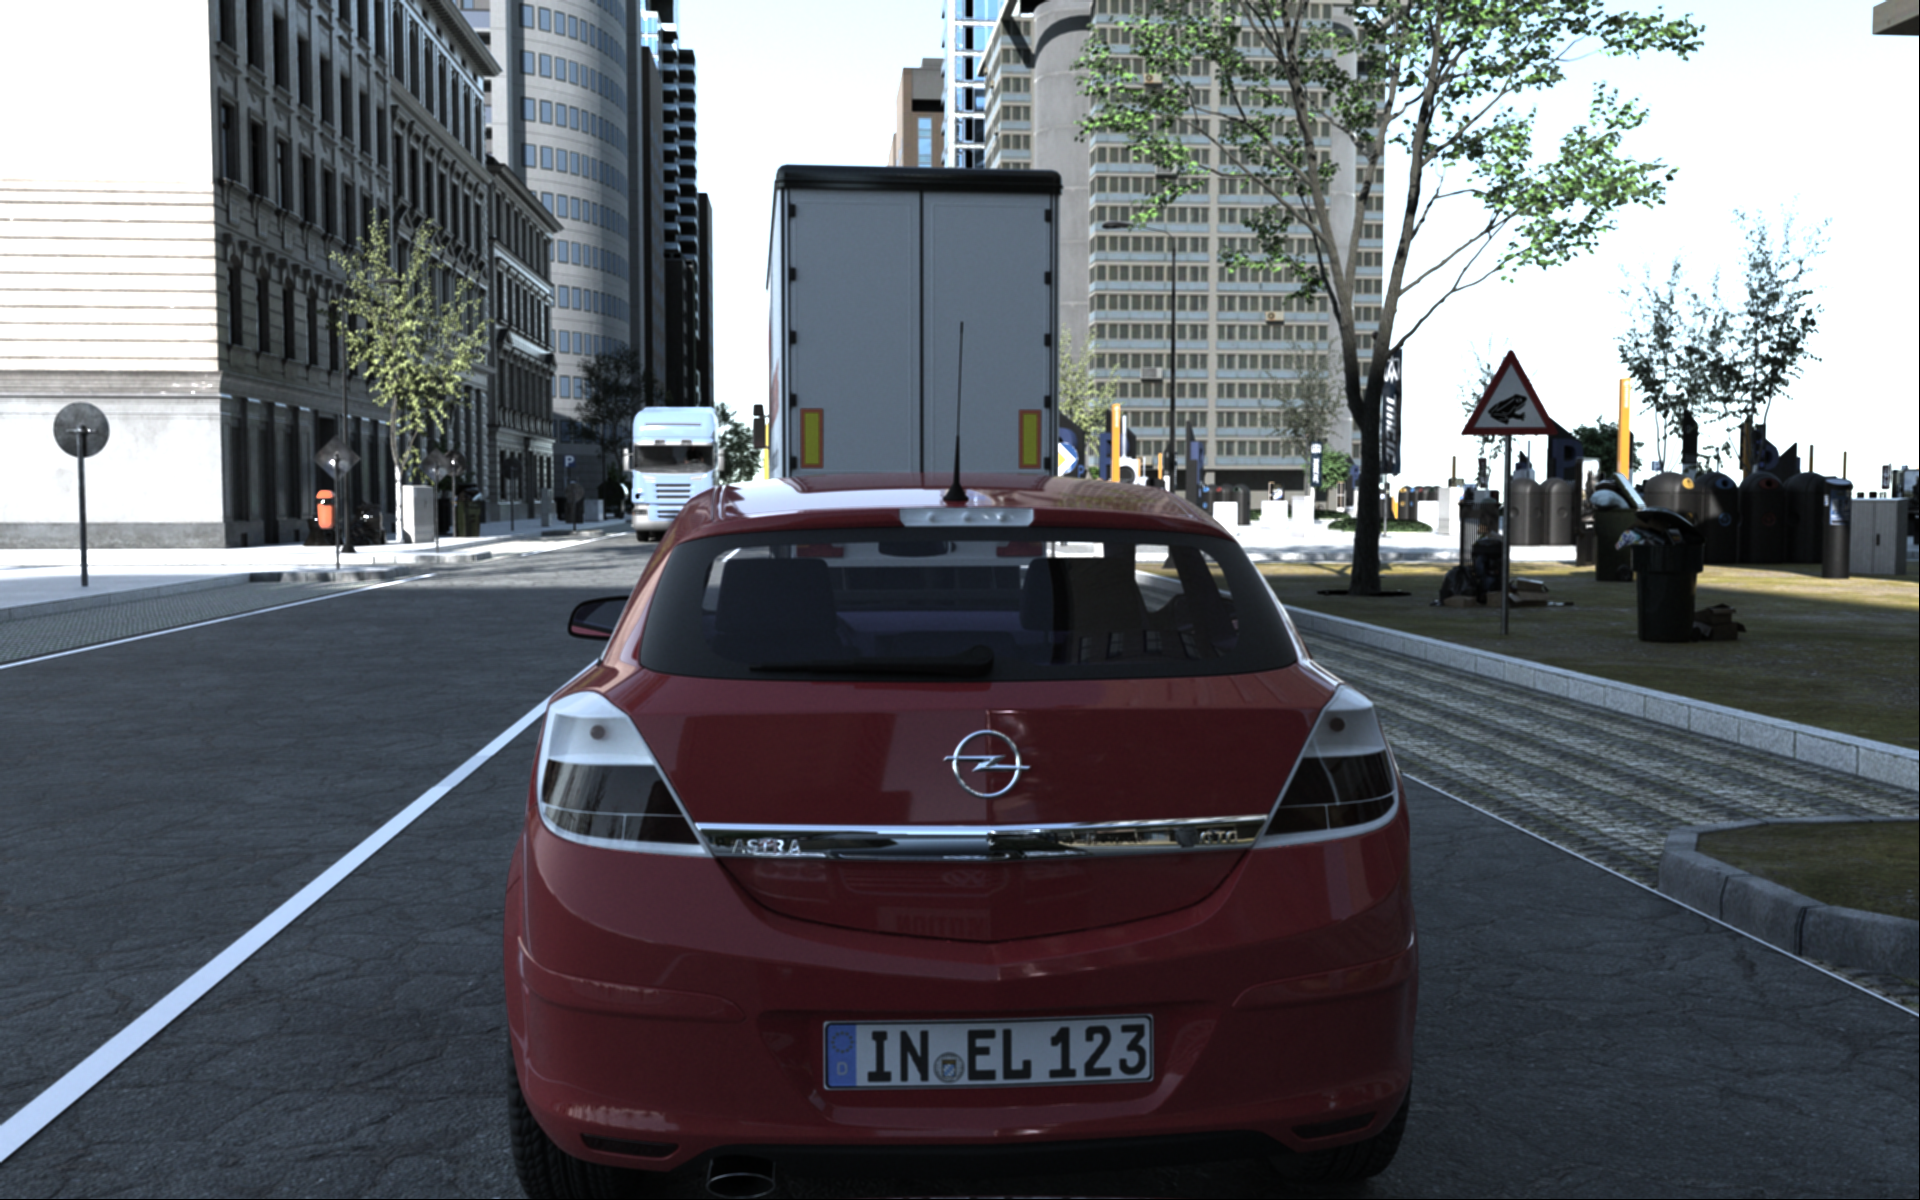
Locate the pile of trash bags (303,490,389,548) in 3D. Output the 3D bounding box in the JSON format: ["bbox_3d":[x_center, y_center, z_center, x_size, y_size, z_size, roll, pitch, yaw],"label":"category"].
[{"bbox_3d":[-15.303,-2.021,42.801,1.912,1.369,3.447,0,4,-8],"label":"pile of trash bags"}]

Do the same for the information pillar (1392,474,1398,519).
[{"bbox_3d":[19.933,-5.381,79.336,0.183,3.616,0.504,0,4,-7],"label":"information pillar"}]

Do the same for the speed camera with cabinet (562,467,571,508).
[{"bbox_3d":[-20.981,-6.046,93.194,0.660,3.252,2.038,-1,4,-19],"label":"speed camera with cabinet"}]

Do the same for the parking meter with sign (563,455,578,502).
[{"bbox_3d":[-17.165,-4.913,76.583,0.543,3.016,1.738,-1,4,-19],"label":"parking meter with sign"}]

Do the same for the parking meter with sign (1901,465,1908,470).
[{"bbox_3d":[57.275,-6.570,103.673,1.738,3.016,0.543,0,4,-6],"label":"parking meter with sign"}]

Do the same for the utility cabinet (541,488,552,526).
[{"bbox_3d":[-16.331,-3.658,68.480,0.318,1.500,1.173,0,4,-7],"label":"utility cabinet"}]

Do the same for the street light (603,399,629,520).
[{"bbox_3d":[-16.933,-6.878,85.002,1.470,5.913,1.316,0,4,-5],"label":"street light"}]

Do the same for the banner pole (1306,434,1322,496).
[{"bbox_3d":[14.694,-5.031,72.268,0.863,3.779,0.401,2,4,24],"label":"banner pole"}]

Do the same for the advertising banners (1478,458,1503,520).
[{"bbox_3d":[25.570,-5.292,82.707,0.090,3.025,2.074,-3,4,-37],"label":"advertising banners"}]

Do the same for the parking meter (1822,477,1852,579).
[{"bbox_3d":[13.339,-1.097,26.342,0.372,1.533,0.369,0,3,0],"label":"parking meter"}]

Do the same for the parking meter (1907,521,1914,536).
[{"bbox_3d":[29.020,-2.889,52.939,0.399,1.863,0.255,0,3,0],"label":"parking meter"}]

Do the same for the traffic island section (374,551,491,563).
[{"bbox_3d":[-11.334,-0.930,37.494,2.009,0.180,2.903,0,4,-5],"label":"traffic island section"}]

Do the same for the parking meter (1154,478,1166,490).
[{"bbox_3d":[7.326,-3.532,63.458,0.399,1.863,0.255,-2,4,-26],"label":"parking meter"}]

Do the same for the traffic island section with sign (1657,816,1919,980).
[{"bbox_3d":[3.532,0.171,5.832,1.989,1.847,2.006,0,4,-5],"label":"traffic island section with sign"}]

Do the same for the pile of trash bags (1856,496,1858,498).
[{"bbox_3d":[34.219,-3.404,65.416,3.447,1.369,1.912,0,4,-5],"label":"pile of trash bags"}]

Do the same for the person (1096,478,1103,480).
[{"bbox_3d":[2.818,-1.567,34.663,0.362,1.759,0.519,0,4,-4],"label":"person"}]

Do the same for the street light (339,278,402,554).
[{"bbox_3d":[-12.713,-3.966,37.385,1.470,5.913,1.316,0,4,-5],"label":"street light"}]

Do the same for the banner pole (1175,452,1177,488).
[{"bbox_3d":[11.319,-6.198,91.349,0.401,3.779,0.863,-1,4,-10],"label":"banner pole"}]

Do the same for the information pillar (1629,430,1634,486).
[{"bbox_3d":[21.703,-3.979,56.411,0.183,3.616,0.504,-2,4,-26],"label":"information pillar"}]

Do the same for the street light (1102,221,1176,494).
[{"bbox_3d":[3.111,-3.494,29.669,1.470,5.913,1.316,0,4,-5],"label":"street light"}]

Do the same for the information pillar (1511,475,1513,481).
[{"bbox_3d":[21.584,-3.869,67.752,0.304,2.012,0.304,0,4,6],"label":"information pillar"}]

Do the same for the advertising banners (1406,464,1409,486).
[{"bbox_3d":[25.733,-6.363,100.219,0.090,3.025,2.074,2,4,26],"label":"advertising banners"}]

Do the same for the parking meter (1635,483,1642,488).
[{"bbox_3d":[37.027,-5.427,94.440,0.399,1.863,0.255,2,4,26],"label":"parking meter"}]

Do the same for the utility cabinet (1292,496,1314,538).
[{"bbox_3d":[10.048,-2.422,50.756,0.306,1.237,1.020,-1,4,-11],"label":"utility cabinet"}]

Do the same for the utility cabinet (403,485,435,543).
[{"bbox_3d":[-14.070,-2.226,45.071,0.318,1.500,1.173,1,4,9],"label":"utility cabinet"}]

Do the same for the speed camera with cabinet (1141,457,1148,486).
[{"bbox_3d":[9.370,-6.027,92.878,0.660,3.252,2.038,-1,4,-23],"label":"speed camera with cabinet"}]

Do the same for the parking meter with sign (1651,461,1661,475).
[{"bbox_3d":[36.319,-5.700,89.450,0.543,3.016,1.738,0,4,-2],"label":"parking meter with sign"}]

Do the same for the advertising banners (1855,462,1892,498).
[{"bbox_3d":[54.955,-6.611,104.275,0.090,3.025,2.074,-2,4,-34],"label":"advertising banners"}]

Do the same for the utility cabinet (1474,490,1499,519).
[{"bbox_3d":[27.106,-4.925,89.207,1.173,1.500,0.318,2,4,33],"label":"utility cabinet"}]

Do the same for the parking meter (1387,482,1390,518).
[{"bbox_3d":[21.204,-4.914,86.049,0.255,1.863,0.399,2,4,25],"label":"parking meter"}]

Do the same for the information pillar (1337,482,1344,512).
[{"bbox_3d":[23.151,-6.167,105.317,0.304,2.012,0.304,-3,4,-39],"label":"information pillar"}]

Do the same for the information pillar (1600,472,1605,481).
[{"bbox_3d":[21.160,-3.238,57.440,0.304,2.012,0.304,-1,4,-11],"label":"information pillar"}]

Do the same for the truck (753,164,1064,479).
[{"bbox_3d":[-1.008,-1.928,20.440,2.839,4.237,11.283,0,4,-7],"label":"truck"}]

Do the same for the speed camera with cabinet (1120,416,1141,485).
[{"bbox_3d":[3.441,-3.012,43.580,2.038,3.252,0.660,0,4,4],"label":"speed camera with cabinet"}]

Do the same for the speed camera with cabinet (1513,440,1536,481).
[{"bbox_3d":[21.155,-4.249,63.806,2.038,3.252,0.660,-3,5,-40],"label":"speed camera with cabinet"}]

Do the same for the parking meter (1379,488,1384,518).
[{"bbox_3d":[16.346,-3.595,67.183,0.372,1.533,0.369,0,3,0],"label":"parking meter"}]

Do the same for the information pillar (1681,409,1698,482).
[{"bbox_3d":[20.022,-3.439,47.579,0.504,3.616,0.183,-1,4,-21],"label":"information pillar"}]

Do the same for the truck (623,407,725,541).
[{"bbox_3d":[-9.222,-4.261,59.429,2.967,4.110,18.799,0,4,-5],"label":"truck"}]

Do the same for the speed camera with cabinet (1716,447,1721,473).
[{"bbox_3d":[31.830,-4.840,73.475,0.660,3.252,2.038,1,4,16],"label":"speed camera with cabinet"}]

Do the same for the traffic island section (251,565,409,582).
[{"bbox_3d":[-10.629,-0.444,29.540,2.009,0.180,2.903,0,4,-5],"label":"traffic island section"}]

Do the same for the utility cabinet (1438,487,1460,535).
[{"bbox_3d":[15.408,-2.807,54.577,0.318,1.500,1.173,0,4,-3],"label":"utility cabinet"}]

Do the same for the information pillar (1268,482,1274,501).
[{"bbox_3d":[19.489,-6.360,108.485,0.304,2.012,0.304,0,4,-3],"label":"information pillar"}]

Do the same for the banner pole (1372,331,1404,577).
[{"bbox_3d":[6.496,-2.234,26.535,0.401,3.779,0.863,-2,4,-25],"label":"banner pole"}]

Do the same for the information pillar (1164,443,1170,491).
[{"bbox_3d":[9.482,-5.376,79.246,0.183,3.616,0.504,-2,4,-25],"label":"information pillar"}]

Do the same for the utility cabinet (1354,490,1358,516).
[{"bbox_3d":[23.385,-5.600,100.244,1.173,1.500,0.318,-1,4,-19],"label":"utility cabinet"}]

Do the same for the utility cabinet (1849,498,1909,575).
[{"bbox_3d":[14.729,-1.028,27.973,0.306,1.237,1.020,-2,4,-29],"label":"utility cabinet"}]
